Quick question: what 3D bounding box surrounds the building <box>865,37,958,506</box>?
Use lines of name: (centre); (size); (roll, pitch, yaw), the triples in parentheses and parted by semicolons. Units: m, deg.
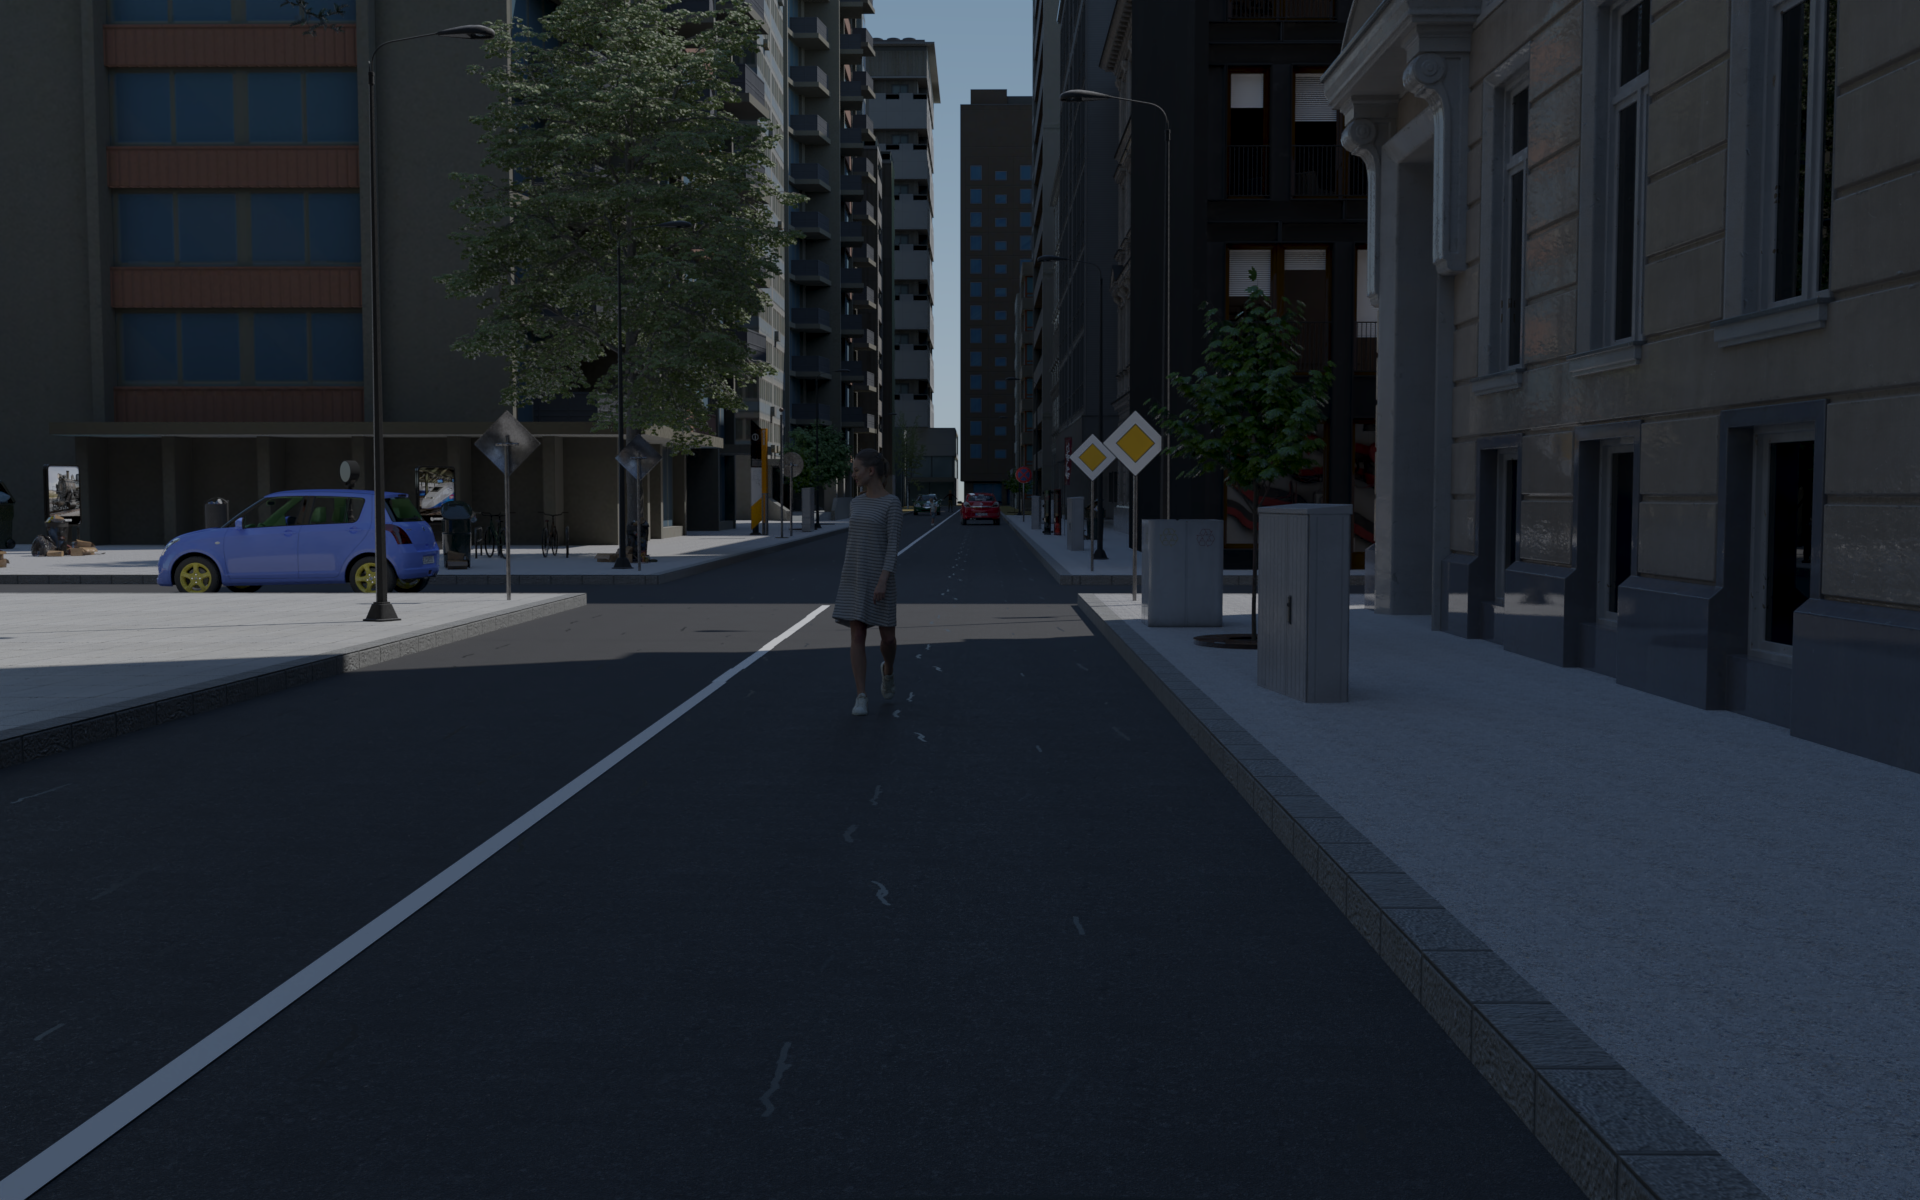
building: (-14.132, -37.489, 202.187); (27.495, 52.752, 28.713); (0, 4, 1)

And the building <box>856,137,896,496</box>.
building: (-12.612, -22.526, 139.994); (14.160, 30.474, 14.107); (0, 4, 1)

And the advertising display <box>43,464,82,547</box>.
advertising display: (-19.541, -1.989, 37.727); (0.123, 1.923, 0.974); (1, 4, 14)

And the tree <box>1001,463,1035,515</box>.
tree: (3.860, -7.584, 118.594); (1.663, 3.219, 1.824); (0, 3, 0)

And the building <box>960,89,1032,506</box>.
building: (7.195, -33.328, 195.025); (14.200, 45.320, 14.600); (0, 4, 1)

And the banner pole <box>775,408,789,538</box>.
banner pole: (-5.186, -3.702, 50.550); (0.401, 3.779, 0.863); (0, 4, -1)

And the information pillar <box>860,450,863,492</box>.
information pillar: (-5.199, -6.115, 91.333); (0.183, 3.616, 0.504); (0, 4, 2)

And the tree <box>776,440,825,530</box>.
tree: (-5.546, -4.105, 61.714); (1.663, 3.219, 1.824); (0, 3, 0)

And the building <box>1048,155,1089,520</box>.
building: (10.037, -15.015, 94.654); (9.793, 20.994, 18.267); (0, 4, 1)

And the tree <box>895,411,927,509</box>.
tree: (-4.634, -12.345, 152.205); (4.737, 8.622, 4.395); (0, 3, 0)

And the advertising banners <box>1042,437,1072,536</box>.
advertising banners: (3.024, -3.521, 53.758); (0.090, 3.025, 2.074); (-1, 4, -22)

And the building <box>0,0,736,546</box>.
building: (-18.018, -24.466, 54.646); (22.147, 44.769, 28.867); (0, 4, 1)

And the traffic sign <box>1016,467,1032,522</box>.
traffic sign: (2.952, -4.899, 80.210); (0.768, 2.556, 0.104); (0, 4, 1)

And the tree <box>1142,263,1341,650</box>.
tree: (2.375, -1.229, 14.696); (1.663, 3.219, 1.824); (0, 3, 0)

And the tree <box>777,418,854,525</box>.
tree: (-6.016, -5.464, 73.051); (4.285, 4.588, 4.351); (0, 3, 0)

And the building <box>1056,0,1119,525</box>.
building: (11.669, -17.079, 72.755); (14.314, 27.812, 24.014); (0, 4, 1)

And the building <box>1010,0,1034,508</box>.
building: (15.259, -44.585, 167.219); (20.563, 71.187, 20.611); (0, 4, 1)

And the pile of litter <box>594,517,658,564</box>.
pile of litter: (-6.313, -1.146, 32.701); (1.176, 0.858, 1.719); (-1, 4, -10)

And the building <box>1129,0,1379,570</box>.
building: (11.867, -12.528, 34.512); (15.834, 23.373, 12.332); (0, 4, 1)

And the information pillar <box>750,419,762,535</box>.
information pillar: (-6.324, -3.843, 54.189); (0.504, 3.616, 0.183); (-1, 4, -20)

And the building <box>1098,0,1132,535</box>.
building: (10.013, -11.425, 51.429); (10.561, 19.102, 19.286); (0, 4, 1)

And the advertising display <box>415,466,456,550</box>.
advertising display: (-12.042, -2.116, 39.809); (0.123, 1.923, 0.974); (3, 5, 41)

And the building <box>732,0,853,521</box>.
building: (-22.034, -24.301, 89.204); (32.217, 40.220, 23.993); (0, 4, 1)

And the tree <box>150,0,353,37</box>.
tree: (-6.872, -6.065, 9.533); (12.009, 13.543, 11.850); (0, 3, 0)

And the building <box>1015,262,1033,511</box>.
building: (18.639, -18.255, 143.504); (27.650, 21.520, 28.899); (0, 4, 1)

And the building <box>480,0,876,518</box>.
building: (-17.266, -28.351, 118.167); (22.147, 44.769, 28.867); (0, 4, 1)

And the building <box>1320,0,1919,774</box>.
building: (10.633, -13.632, 8.782); (13.634, 28.700, 20.117); (0, 4, 1)

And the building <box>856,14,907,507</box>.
building: (-21.099, -52.185, 165.904); (31.000, 86.520, 22.319); (0, 4, 1)

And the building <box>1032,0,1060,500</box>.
building: (15.939, -30.202, 117.508); (21.300, 48.544, 21.600); (0, 4, 1)

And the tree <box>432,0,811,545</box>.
tree: (-6.934, -7.207, 35.967); (7.486, 12.596, 7.792); (0, 3, 0)

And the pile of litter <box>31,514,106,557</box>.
pile of litter: (-18.593, -1.356, 36.132); (1.176, 0.858, 1.719); (2, 4, 29)
